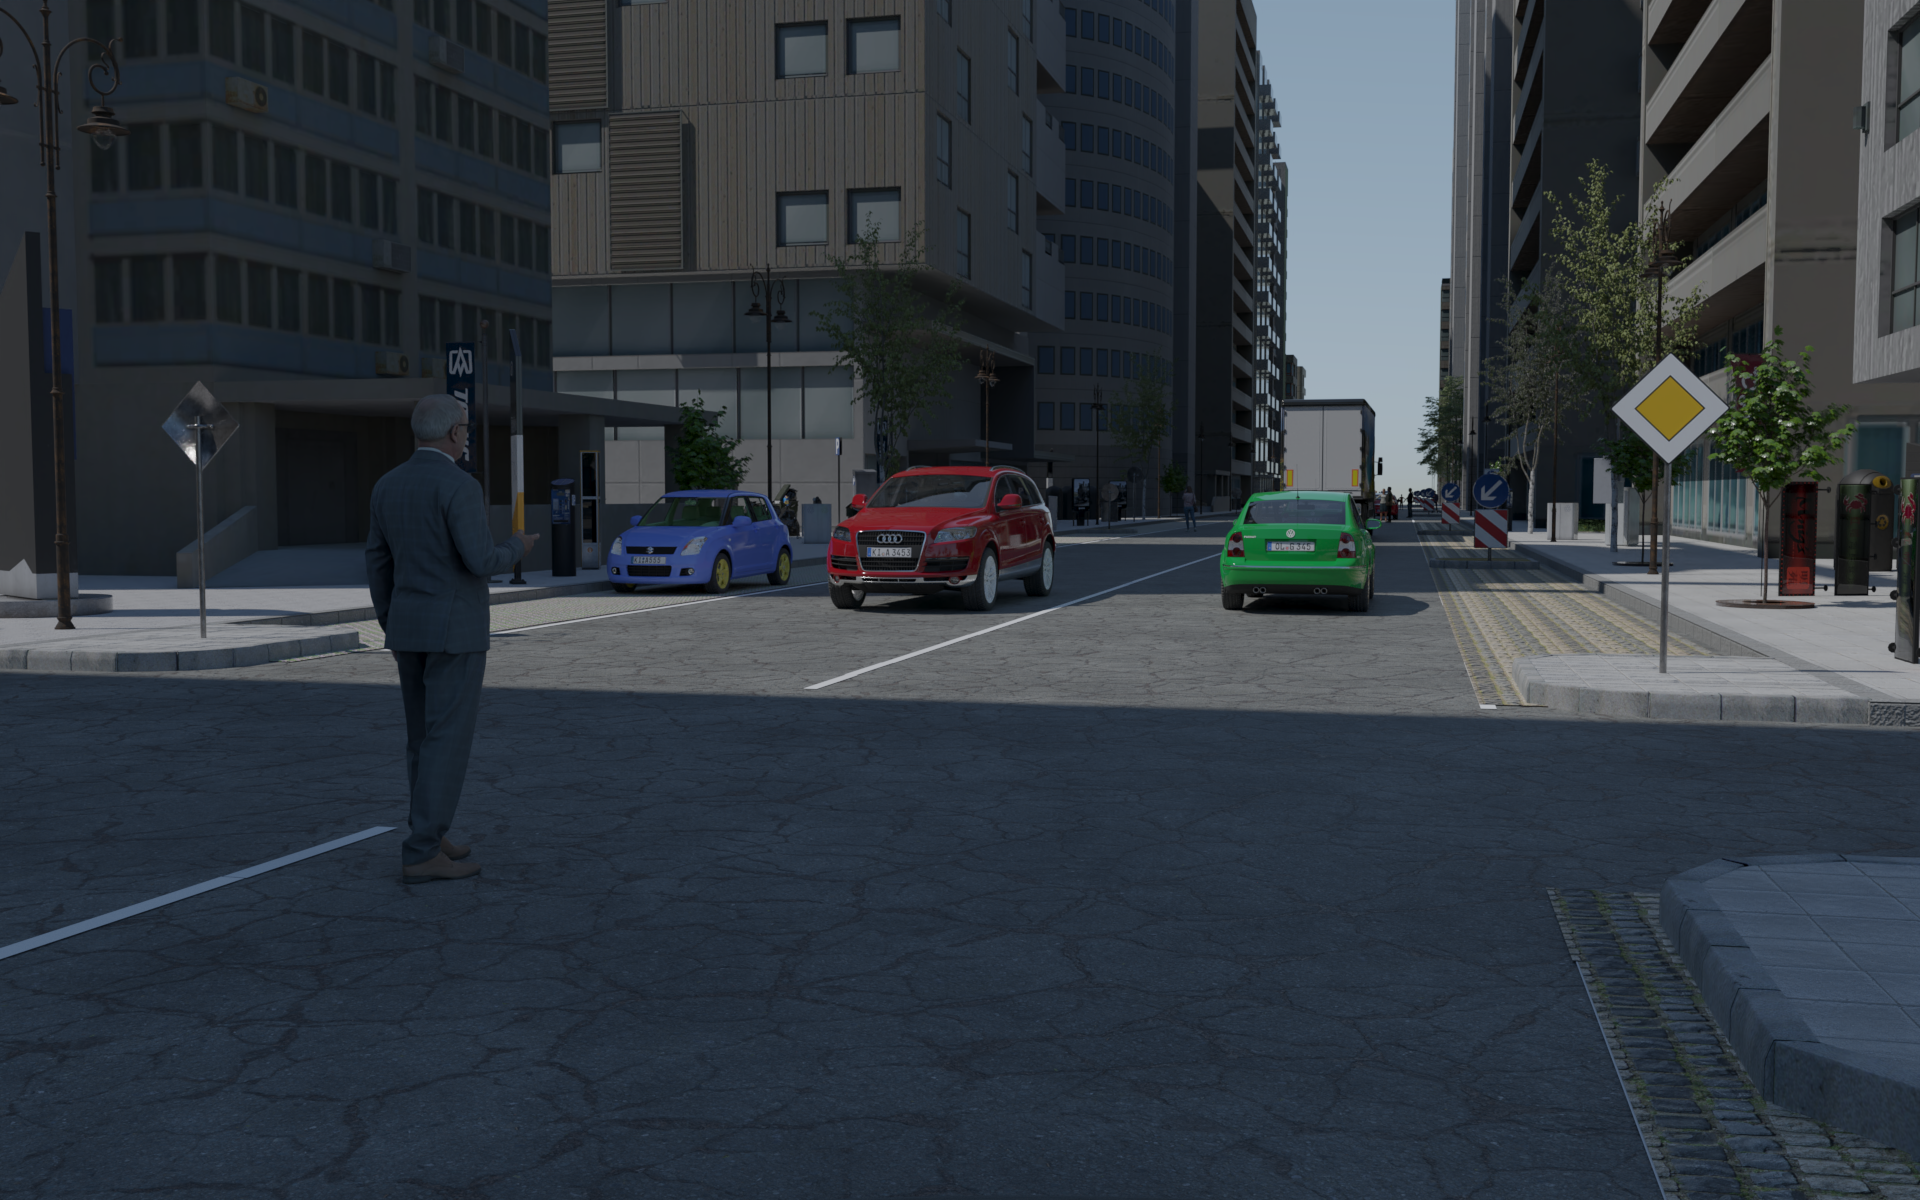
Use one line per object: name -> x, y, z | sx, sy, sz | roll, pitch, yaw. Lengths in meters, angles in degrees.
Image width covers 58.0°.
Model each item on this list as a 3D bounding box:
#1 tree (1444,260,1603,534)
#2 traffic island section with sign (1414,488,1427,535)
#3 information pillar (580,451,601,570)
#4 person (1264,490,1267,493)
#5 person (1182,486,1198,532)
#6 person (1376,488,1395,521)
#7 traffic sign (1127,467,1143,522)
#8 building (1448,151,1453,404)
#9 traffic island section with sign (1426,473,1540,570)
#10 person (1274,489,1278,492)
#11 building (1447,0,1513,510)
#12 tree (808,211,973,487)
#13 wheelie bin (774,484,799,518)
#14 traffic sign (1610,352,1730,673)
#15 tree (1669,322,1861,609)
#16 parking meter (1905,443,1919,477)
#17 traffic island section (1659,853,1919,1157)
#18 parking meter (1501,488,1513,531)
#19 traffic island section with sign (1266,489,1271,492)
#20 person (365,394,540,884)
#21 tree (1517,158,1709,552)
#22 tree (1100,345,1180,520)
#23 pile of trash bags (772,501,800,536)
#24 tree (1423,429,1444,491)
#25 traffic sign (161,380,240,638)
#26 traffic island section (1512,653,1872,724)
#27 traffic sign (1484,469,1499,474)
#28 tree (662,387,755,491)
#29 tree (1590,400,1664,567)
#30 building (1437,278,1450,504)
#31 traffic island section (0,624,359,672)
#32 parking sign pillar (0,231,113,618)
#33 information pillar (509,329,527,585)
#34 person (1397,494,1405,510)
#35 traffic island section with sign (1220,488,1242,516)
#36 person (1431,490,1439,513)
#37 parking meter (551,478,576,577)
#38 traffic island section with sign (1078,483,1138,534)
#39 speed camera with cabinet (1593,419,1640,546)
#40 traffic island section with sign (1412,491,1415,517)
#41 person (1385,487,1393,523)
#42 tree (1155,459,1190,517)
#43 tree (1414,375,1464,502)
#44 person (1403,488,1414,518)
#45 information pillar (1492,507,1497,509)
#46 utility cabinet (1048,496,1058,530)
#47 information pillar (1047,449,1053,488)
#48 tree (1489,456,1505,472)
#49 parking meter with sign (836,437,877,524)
tree -> 18.500, -6.441, 55.679 | 4.360, 8.622, 3.978 | 0, 3, 0
traffic island section with sign -> 17.071, -3.186, 60.724 | 1.989, 1.847, 2.006 | 1, 4, 14
information pillar -> -6.266, -1.523, 29.386 | 0.304, 2.012, 0.304 | 0, 4, -4
person -> 22.708, -7.284, 128.531 | 0.756, 1.711, 0.436 | -2, 4, -27
person -> 8.825, -3.496, 66.246 | 0.593, 1.750, 0.643 | 0, 4, -2
person -> 22.431, -5.044, 91.762 | 1.217, 1.735, 0.721 | 2, 4, 26
traffic sign -> 8.058, -4.891, 80.077 | 0.768, 2.556, 0.104 | 2, 4, 24
building -> 70.661, -35.848, 209.824 | 21.300, 48.544, 21.600 | 1, 4, 14
traffic island section with sign -> 10.186, -1.535, 33.732 | 1.989, 1.847, 2.006 | 1, 4, 14
person -> 16.234, -4.861, 88.902 | 0.541, 1.710, 0.530 | -1, 4, -21
building -> 63.302, -39.302, 184.591 | 21.231, 58.520, 28.212 | 1, 4, 14
tree -> -1.838, -5.853, 46.066 | 4.737, 8.622, 4.395 | 0, 3, 0
wheelie bin -> -5.524, -2.897, 55.272 | 0.693, 1.594, 0.980 | -1, 4, -23
traffic sign -> 5.031, -0.532, 12.340 | 0.795, 2.450, 0.064 | 1, 4, 14
tree -> 9.293, -1.528, 19.591 | 1.663, 3.219, 1.824 | 0, 3, 0
parking meter -> 10.905, -0.847, 19.559 | 0.255, 1.863, 0.399 | -3, 4, -38
traffic island section -> 3.079, 1.077, 4.674 | 2.009, 0.180, 2.903 | 1, 4, 14
parking meter -> 18.955, -3.157, 60.027 | 0.372, 1.533, 0.369 | 0, 3, 0
traffic island section with sign -> 24.548, -7.910, 137.954 | 1.989, 1.847, 2.006 | 1, 4, 14
person -> -1.914, 0.129, 6.571 | 0.661, 1.801, 0.590 | 2, 4, 33
tree -> 14.361, -5.351, 37.848 | 4.737, 8.622, 4.395 | 0, 3, 0
tree -> 9.112, -8.317, 86.339 | 4.737, 8.622, 4.395 | 0, 3, 0
pile of trash bags -> -6.683, -2.628, 52.720 | 3.447, 1.369, 1.912 | -2, 4, -23
tree -> 48.289, -13.610, 172.880 | 4.360, 8.622, 3.978 | 0, 3, 0
traffic sign -> -6.731, -0.716, 15.355 | 0.795, 2.450, 0.064 | 1, 4, 14
traffic island section -> 5.056, 0.604, 12.411 | 2.009, 0.180, 2.903 | 1, 4, 14
traffic sign -> 21.423, -4.142, 69.849 | 0.606, 2.300, 0.079 | 2, 4, 23
tree -> -4.765, -2.249, 31.375 | 1.663, 3.219, 1.824 | 0, 3, 0
tree -> 12.362, -2.222, 30.929 | 1.663, 3.219, 1.824 | 0, 3, 0
building -> 70.807, -28.023, 229.884 | 14.160, 30.474, 14.107 | 1, 4, 14
traffic island section -> -6.756, 0.419, 15.423 | 2.009, 0.180, 2.903 | 1, 4, 14
parking sign pillar -> -9.882, -1.833, 18.447 | 1.447, 3.967, 1.447 | 3, 5, 45
information pillar -> -6.278, -2.030, 24.541 | 0.183, 3.616, 0.504 | -2, 4, -24
person -> 40.028, -8.887, 157.054 | 1.065, 1.426, 0.557 | 0, 4, -1
traffic island section with sign -> 17.884, -6.312, 111.832 | 1.989, 1.847, 2.006 | 1, 4, 14
person -> 35.807, -7.414, 130.638 | 0.541, 1.710, 0.530 | 2, 4, 33
parking meter -> -6.178, -1.136, 26.987 | 0.372, 1.533, 0.369 | 0, 3, 0
traffic island section with sign -> 5.426, -3.331, 63.093 | 1.989, 1.847, 2.006 | 1, 4, 14
speed camera with cabinet -> 16.157, -2.952, 42.597 | 0.660, 3.252, 2.038 | 3, 4, 36
traffic island section with sign -> 29.457, -6.152, 109.210 | 1.989, 1.847, 2.006 | 1, 4, 14
person -> 21.588, -4.808, 87.208 | 0.705, 1.812, 1.348 | 1, 4, 11
tree -> 12.138, -6.315, 97.846 | 1.663, 3.219, 1.824 | 0, 3, 0
tree -> 47.438, -15.146, 165.769 | 7.486, 12.596, 7.792 | 0, 3, 0
person -> 27.170, -5.881, 104.666 | 0.705, 1.822, 1.348 | -1, 4, -10
information pillar -> 25.214, -4.733, 81.879 | 0.304, 2.012, 0.304 | 0, 4, 6
utility cabinet -> 3.310, -3.082, 61.558 | 0.306, 1.237, 1.020 | 0, 4, 5
information pillar -> 4.654, -6.019, 89.759 | 0.183, 3.616, 0.504 | 2, 4, 34
tree -> 27.491, -5.734, 88.359 | 1.663, 3.219, 1.824 | 0, 3, 0
parking meter with sign -> -2.933, -3.503, 53.541 | 1.738, 3.016, 0.543 | -1, 4, -16
